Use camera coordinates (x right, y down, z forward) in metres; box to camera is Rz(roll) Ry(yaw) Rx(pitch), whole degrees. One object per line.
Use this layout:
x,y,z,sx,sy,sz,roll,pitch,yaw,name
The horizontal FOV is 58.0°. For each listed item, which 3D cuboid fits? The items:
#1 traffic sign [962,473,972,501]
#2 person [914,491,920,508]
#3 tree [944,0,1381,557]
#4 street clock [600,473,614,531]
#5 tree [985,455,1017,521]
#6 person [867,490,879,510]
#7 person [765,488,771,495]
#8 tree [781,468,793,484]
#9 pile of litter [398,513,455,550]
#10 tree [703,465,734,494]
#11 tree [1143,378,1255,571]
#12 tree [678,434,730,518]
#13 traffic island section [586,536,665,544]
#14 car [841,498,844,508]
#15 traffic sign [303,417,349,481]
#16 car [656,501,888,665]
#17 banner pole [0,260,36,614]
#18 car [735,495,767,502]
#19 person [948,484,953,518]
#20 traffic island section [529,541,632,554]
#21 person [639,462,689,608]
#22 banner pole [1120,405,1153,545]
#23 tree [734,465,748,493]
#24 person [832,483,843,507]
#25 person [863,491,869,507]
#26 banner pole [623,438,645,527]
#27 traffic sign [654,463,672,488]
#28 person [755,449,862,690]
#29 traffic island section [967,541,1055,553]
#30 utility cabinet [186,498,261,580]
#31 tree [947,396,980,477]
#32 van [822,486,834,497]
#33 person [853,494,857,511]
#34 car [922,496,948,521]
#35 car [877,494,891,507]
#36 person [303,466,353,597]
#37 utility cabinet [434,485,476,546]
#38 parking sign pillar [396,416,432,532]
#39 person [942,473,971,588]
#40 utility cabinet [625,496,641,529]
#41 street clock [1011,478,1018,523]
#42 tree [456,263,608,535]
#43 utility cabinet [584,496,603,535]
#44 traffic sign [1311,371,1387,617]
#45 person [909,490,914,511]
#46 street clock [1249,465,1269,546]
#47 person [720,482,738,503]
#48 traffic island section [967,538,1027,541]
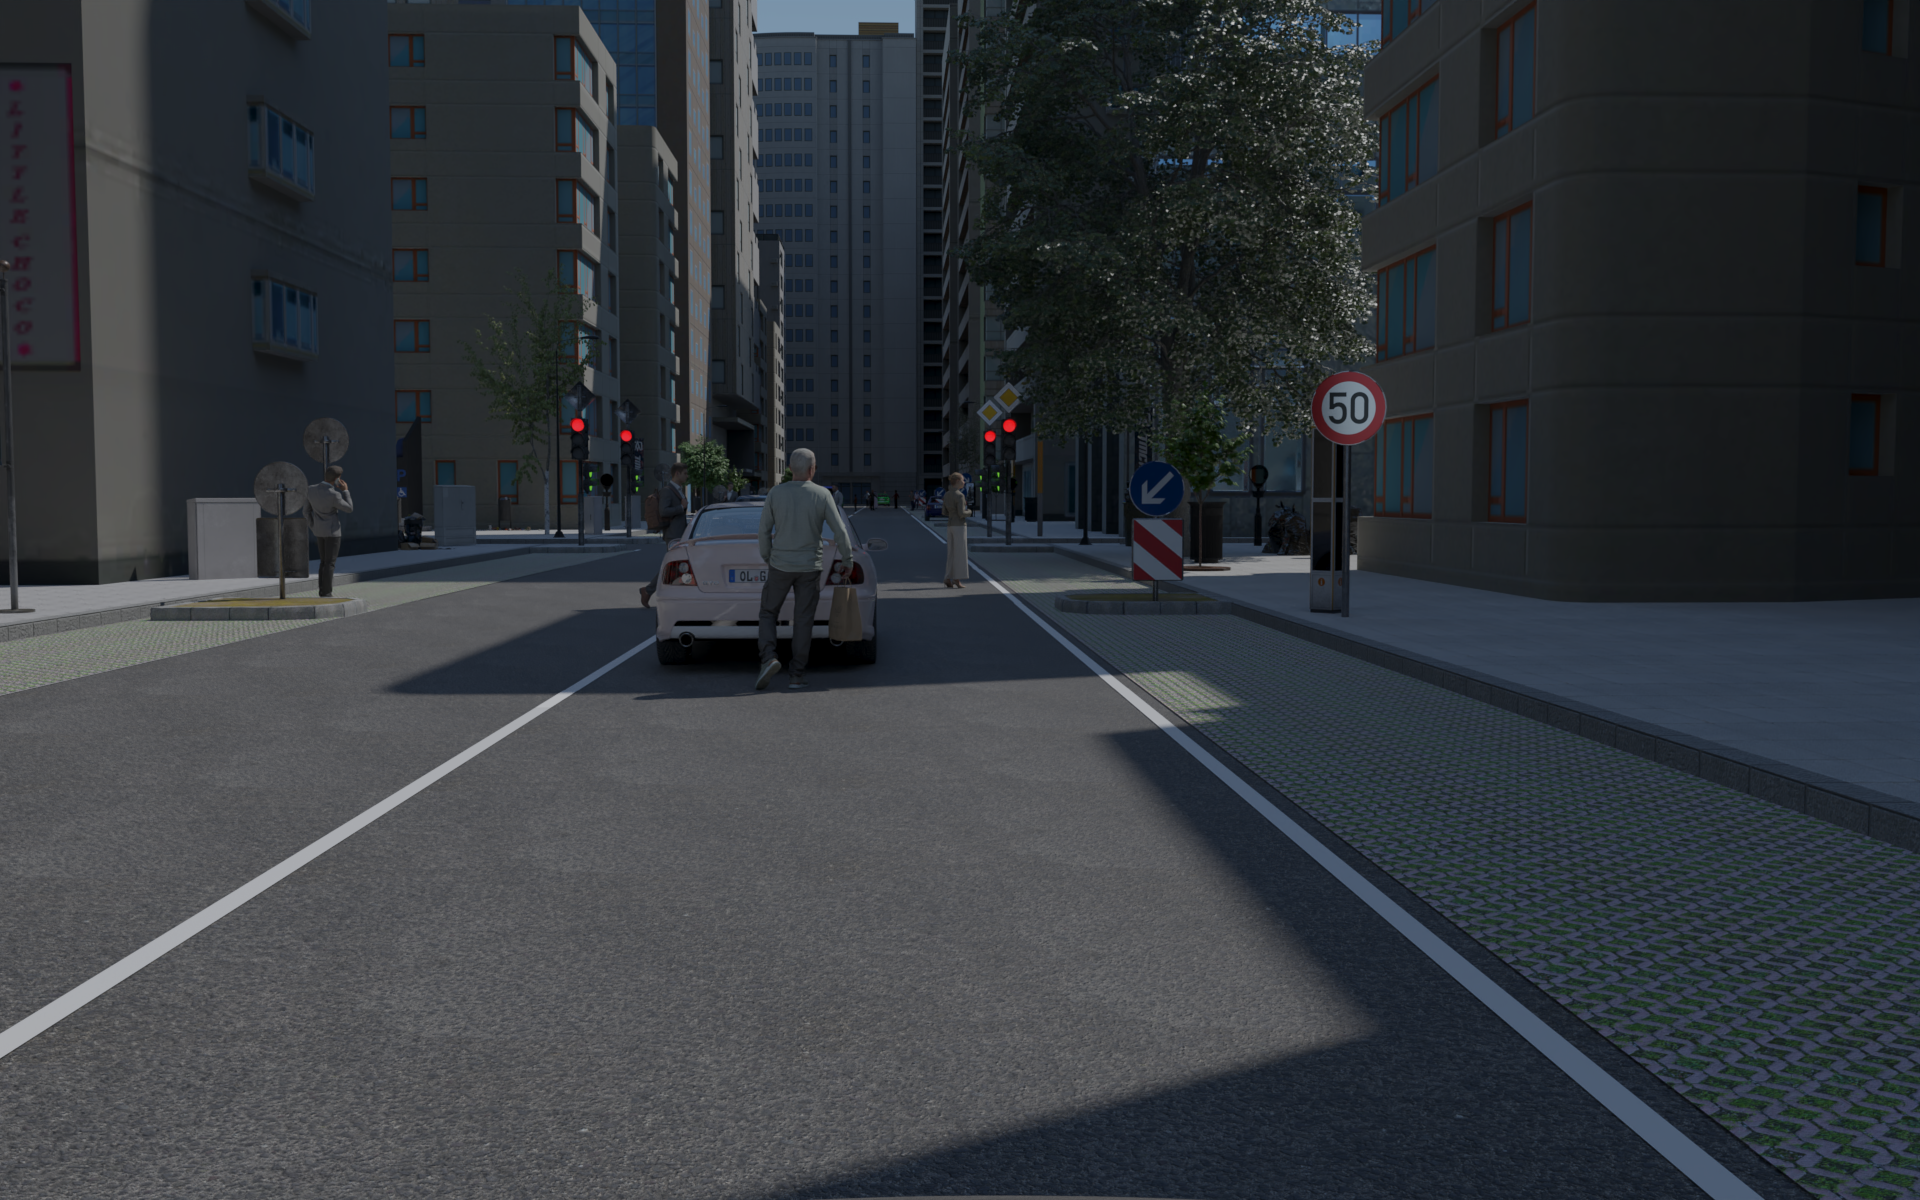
0.339,-6.357,104.034,0.768,2.556,0.104,0,4,-2,traffic sign
-4.102,-9.442,163.818,0.756,1.711,0.436,3,4,38,person
4.359,-7.861,35.190,9.857,13.997,8.962,0,3,0,tree
-12.346,-3.425,60.563,0.471,2.002,0.358,-1,4,-18,street clock
1.631,-5.420,83.224,1.663,3.219,1.824,0,3,0,tree
-7.615,-8.722,151.233,1.348,1.807,0.705,-3,5,-45,person
-10.896,-5.691,101.772,1.509,1.804,0.699,2,4,31,person
-17.596,-12.307,184.930,4.285,4.588,4.351,0,3,0,tree
-12.565,-1.591,39.985,1.719,0.858,1.176,0,4,-5,pile of litter
-14.649,-6.681,103.827,1.663,3.219,1.824,0,3,0,tree
4.170,-2.108,29.062,1.663,3.219,1.824,0,3,0,tree
-13.980,-6.737,93.861,4.285,4.588,4.351,0,3,0,tree
-9.784,-1.762,51.084,2.009,0.180,2.903,0,4,-2,traffic island section
-11.242,-8.865,153.734,1.959,1.807,4.718,0,4,-4,car
-10.503,-1.749,28.704,0.768,2.556,0.104,0,4,-1,traffic sign
-1.698,-0.220,15.961,2.083,1.381,4.827,0,4,-3,car
-10.246,-1.738,18.427,0.401,3.779,0.863,0,4,0,banner pole
-6.360,-2.594,54.410,2.014,1.417,4.499,0,4,-3,car
-0.220,-3.574,67.155,0.699,1.804,1.509,1,4,16,person
-9.443,-1.274,43.106,2.009,0.180,2.903,0,4,-2,traffic island section
-3.628,-0.821,21.884,0.822,1.834,0.622,0,4,-4,person
4.505,-3.308,44.098,0.863,3.779,0.401,0,4,-1,banner pole
-14.915,-7.297,113.899,1.663,3.219,1.824,0,3,0,tree
-3.930,-2.864,55.606,0.850,1.792,0.678,-2,4,-31,person
-10.637,-11.610,198.305,0.705,1.826,1.348,-3,5,-45,person
-12.850,-4.784,68.238,0.863,3.779,0.401,-1,4,-10,banner pole
-12.367,-4.404,72.109,0.768,2.556,0.104,0,4,-1,traffic sign
-1.114,-0.231,12.766,0.782,1.767,0.515,0,4,-2,person
1.239,-1.301,43.557,2.009,0.180,2.903,0,4,-2,traffic island section
-11.150,-0.924,26.266,0.306,1.237,1.020,3,5,41,utility cabinet
0.765,-10.986,129.979,4.360,8.622,3.978,0,3,0,tree
-10.465,-7.860,132.900,2.240,2.365,5.245,0,4,-4,van
-8.685,-8.065,143.616,0.557,1.426,1.065,1,4,9,person
-1.034,-4.895,92.616,1.945,1.354,3.894,0,4,-2,car
-8.857,-11.501,196.841,1.959,1.807,4.718,0,4,-2,car
-8.305,-0.862,22.781,0.592,1.802,0.473,3,4,38,person
-12.480,-2.090,42.850,0.318,1.500,1.173,2,4,25,utility cabinet
-18.940,-4.346,59.529,1.447,3.967,1.447,0,4,5,parking sign pillar
-0.021,-1.061,26.397,0.362,1.759,0.519,-2,4,-34,person
-12.190,-3.263,64.506,0.306,1.237,1.020,0,4,8,utility cabinet
2.351,-4.476,77.757,0.471,2.002,0.358,1,4,13,street clock
-13.298,-6.372,54.543,4.737,8.622,4.395,0,3,0,tree
-11.620,-2.672,54.844,0.306,1.237,1.020,-2,4,-29,utility cabinet
4.019,-1.093,17.984,0.768,2.556,0.104,0,4,7,traffic sign
-4.210,-8.452,147.219,0.750,1.759,0.617,2,4,32,person
7.373,-2.339,42.821,0.471,2.002,0.358,0,4,5,street clock
-7.657,-3.001,57.536,0.622,1.834,0.822,-1,4,-12,person
0.898,-1.789,51.534,2.009,0.180,2.903,0,4,-2,traffic island section
